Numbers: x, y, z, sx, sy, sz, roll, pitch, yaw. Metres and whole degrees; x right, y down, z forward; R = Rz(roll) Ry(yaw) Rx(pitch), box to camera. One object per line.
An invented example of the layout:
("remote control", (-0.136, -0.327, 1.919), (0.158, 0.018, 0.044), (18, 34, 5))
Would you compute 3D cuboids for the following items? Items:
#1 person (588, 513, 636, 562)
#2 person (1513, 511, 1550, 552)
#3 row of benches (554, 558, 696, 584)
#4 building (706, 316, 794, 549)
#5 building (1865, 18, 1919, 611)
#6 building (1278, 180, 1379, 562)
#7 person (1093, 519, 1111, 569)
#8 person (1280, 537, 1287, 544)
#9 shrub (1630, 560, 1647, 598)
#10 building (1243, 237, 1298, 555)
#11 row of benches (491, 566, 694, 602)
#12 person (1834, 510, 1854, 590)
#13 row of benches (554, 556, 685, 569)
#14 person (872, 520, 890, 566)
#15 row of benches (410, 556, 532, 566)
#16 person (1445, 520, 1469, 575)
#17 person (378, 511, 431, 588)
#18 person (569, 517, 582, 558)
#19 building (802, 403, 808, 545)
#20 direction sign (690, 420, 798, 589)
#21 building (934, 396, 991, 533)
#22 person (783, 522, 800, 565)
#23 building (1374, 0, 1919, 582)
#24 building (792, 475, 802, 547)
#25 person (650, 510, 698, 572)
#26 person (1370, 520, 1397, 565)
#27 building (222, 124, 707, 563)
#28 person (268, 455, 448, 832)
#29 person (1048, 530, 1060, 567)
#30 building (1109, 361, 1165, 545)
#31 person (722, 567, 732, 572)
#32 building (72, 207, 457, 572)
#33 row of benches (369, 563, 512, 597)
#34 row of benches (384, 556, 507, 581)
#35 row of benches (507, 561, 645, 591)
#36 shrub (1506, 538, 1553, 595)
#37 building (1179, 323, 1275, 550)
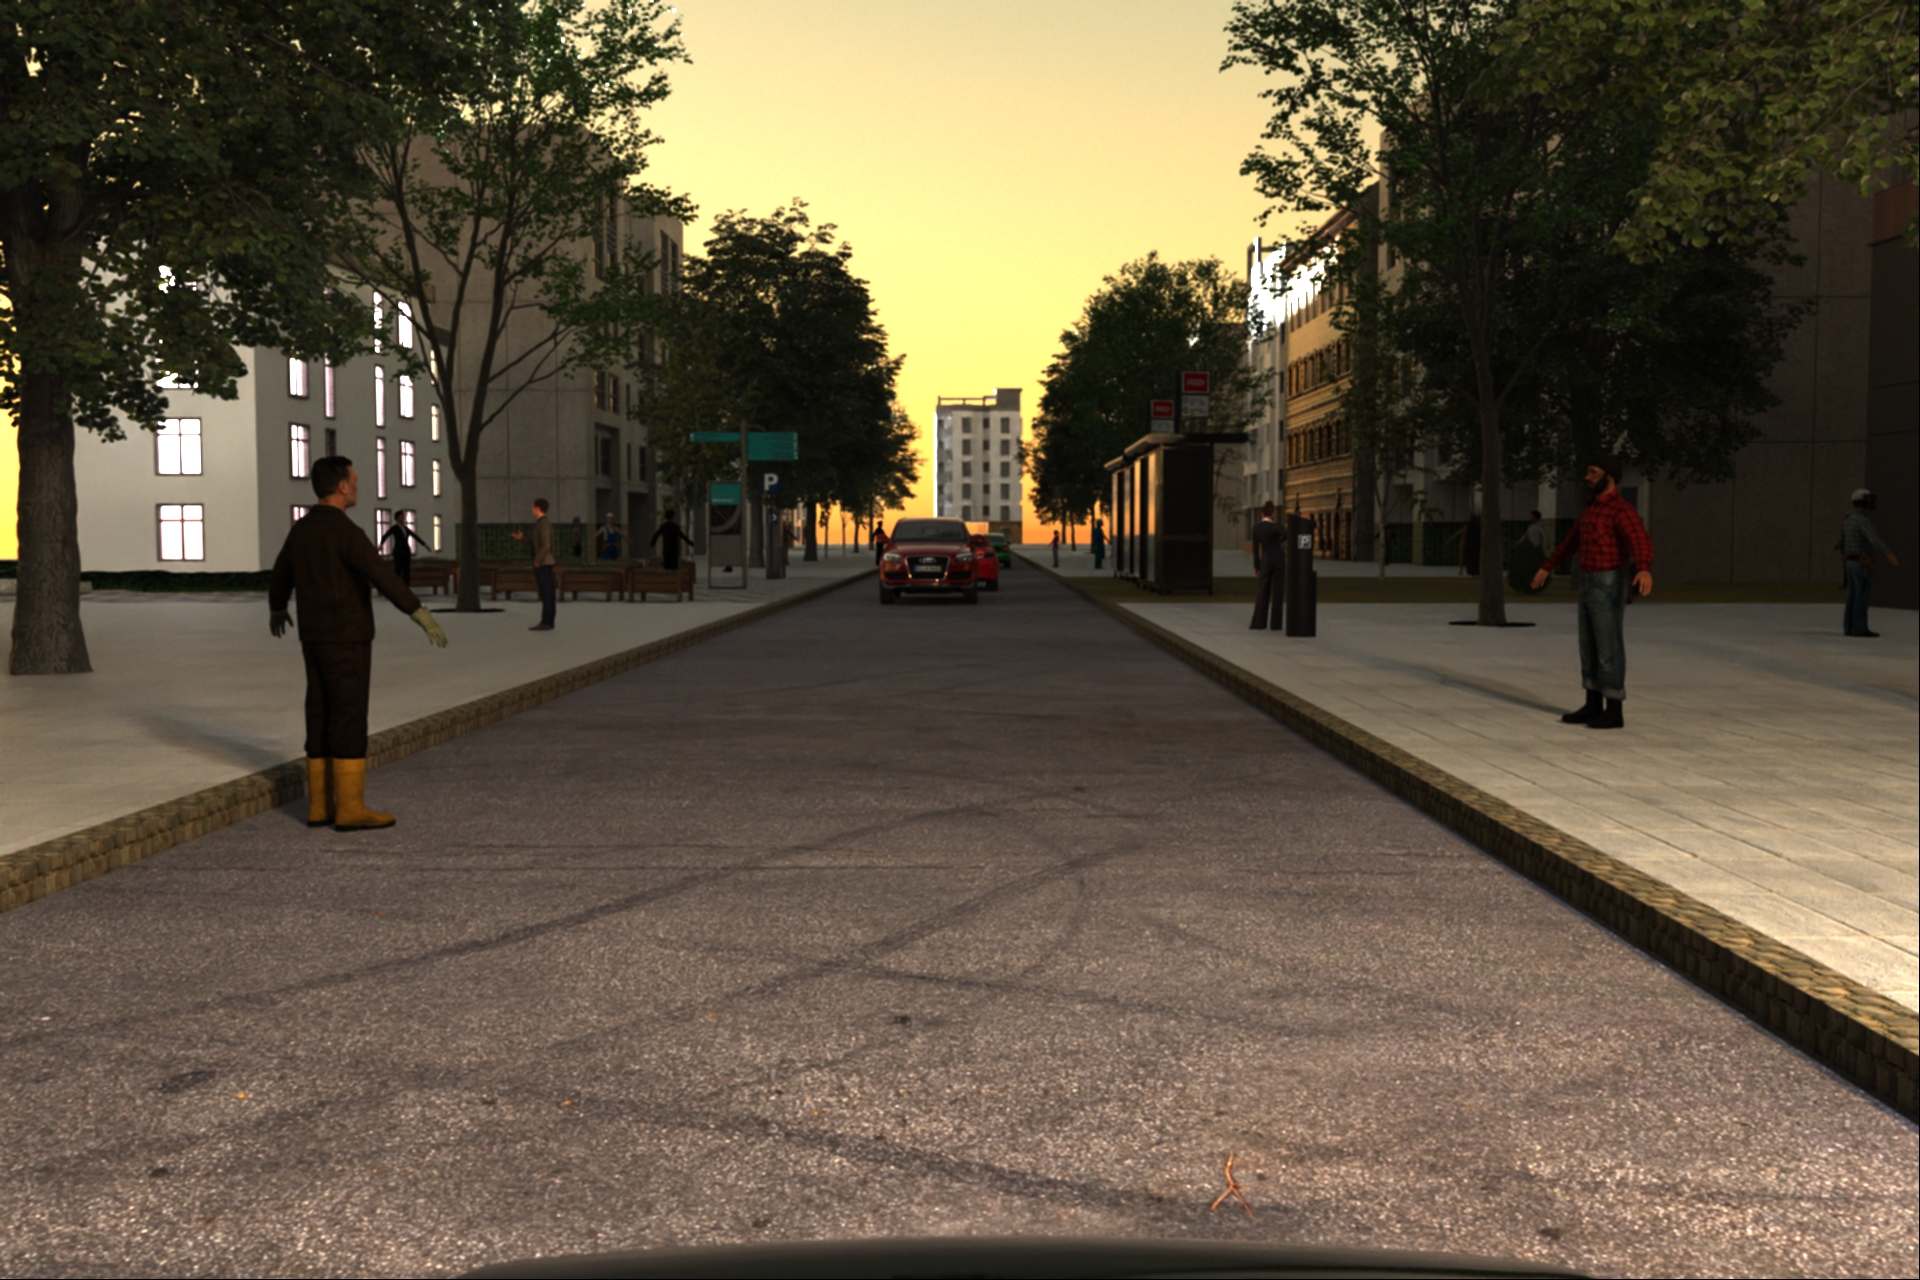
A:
("person", (-9.376, -2.486, 46.505), (1.347, 1.847, 0.705), (-2, 4, -34))
("person", (12.951, -2.013, 39.092), (0.705, 1.806, 1.347), (-1, 4, -16))
("row of benches", (-8.743, -1.747, 44.033), (4.104, 0.672, 1.422), (-2, 4, -32))
("building", (-25.286, -19.815, 154.911), (19.493, 23.208, 18.063), (0, 4, 2))
("building", (26.383, -10.390, 13.850), (27.936, 21.610, 32.646), (0, 4, 1))
("building", (27.453, -15.734, 88.174), (19.493, 23.208, 18.063), (0, 4, 0))
("person", (5.094, -3.480, 63.026), (0.704, 1.817, 1.347), (-1, 4, -21))
("person", (9.072, -2.489, 47.154), (0.721, 1.772, 1.216), (-2, 4, -32))
("shrub", (13.156, -1.419, 34.320), (1.383, 1.207, 1.383), (0, 3, 0))
("building", (23.535, -15.598, 111.441), (16.016, 20.090, 11.380), (0, 4, 1))
("row of benches", (-7.169, -1.093, 33.340), (4.104, 0.672, 1.422), (1, 4, 14))
("person", (20.473, -2.077, 39.929), (0.705, 1.833, 1.349), (1, 4, 12))
("row of benches", (-9.791, -2.095, 49.720), (4.104, 0.672, 1.422), (-1, 4, -22))
("person", (-3.217, -3.929, 70.170), (0.705, 1.837, 1.347), (-3, 4, -37))
("row of benches", (-13.819, -2.092, 49.660), (4.104, 0.672, 1.422), (-1, 4, -10))
("person", (15.854, -2.914, 54.446), (1.217, 1.733, 0.721), (0, 4, -3))
("person", (-10.941, -1.674, 34.083), (0.721, 1.740, 1.216), (3, 4, 36))
("person", (-11.801, -2.883, 53.264), (0.705, 1.813, 1.348), (-1, 4, -21))
("building", (-23.008, -20.932, 198.658), (16.016, 20.090, 11.380), (0, 4, 0))
("direction sign", (-5.034, -3.196, 41.022), (2.525, 3.948, 1.411), (0, 4, 1))
("building", (-2.920, -22.583, 228.104), (11.380, 20.090, 16.016), (0, 4, -6))
("person", (-7.311, -4.021, 72.020), (1.348, 1.796, 0.705), (-2, 4, -33))
("building", (26.775, -11.910, 61.187), (16.747, 18.905, 31.486), (0, 4, 0))
("building", (-21.074, -14.690, 182.326), (9.099, 9.664, 28.070), (0, 4, 0))
("person", (-6.267, -1.923, 37.621), (1.347, 1.806, 0.705), (2, 4, 33))
("person", (17.423, -3.997, 71.113), (1.354, 1.858, 0.705), (-2, 4, -25))
("building", (-24.289, -13.723, 90.823), (16.747, 18.905, 31.486), (0, 4, 1))
("person", (-3.016, 0.008, 8.458), (1.346, 1.812, 0.704), (3, 4, 36))
("person", (3.625, -3.508, 66.624), (0.599, 1.433, 0.991), (-1, 4, -22))
("building", (25.732, -19.541, 185.948), (16.747, 18.905, 31.486), (0, 4, 0))
("person", (-7.869, -3.228, 58.564), (0.705, 1.856, 1.354), (-1, 4, -22))
("building", (-22.231, -7.128, 58.694), (9.099, 9.664, 28.070), (0, 4, 2))
("row of benches", (-11.450, -1.277, 36.337), (4.104, 0.672, 1.422), (-3, 5, -40))
("row of benches", (-14.028, -1.904, 46.585), (4.104, 0.672, 1.422), (-3, 5, -43))
("row of benches", (-8.860, -1.508, 40.125), (4.104, 0.672, 1.422), (2, 4, 35))
("shrub", (12.064, -1.563, 36.680), (1.383, 1.207, 1.383), (0, 3, 0))
("building", (28.497, -17.562, 153.591), (16.747, 18.905, 31.486), (0, 4, 1))
